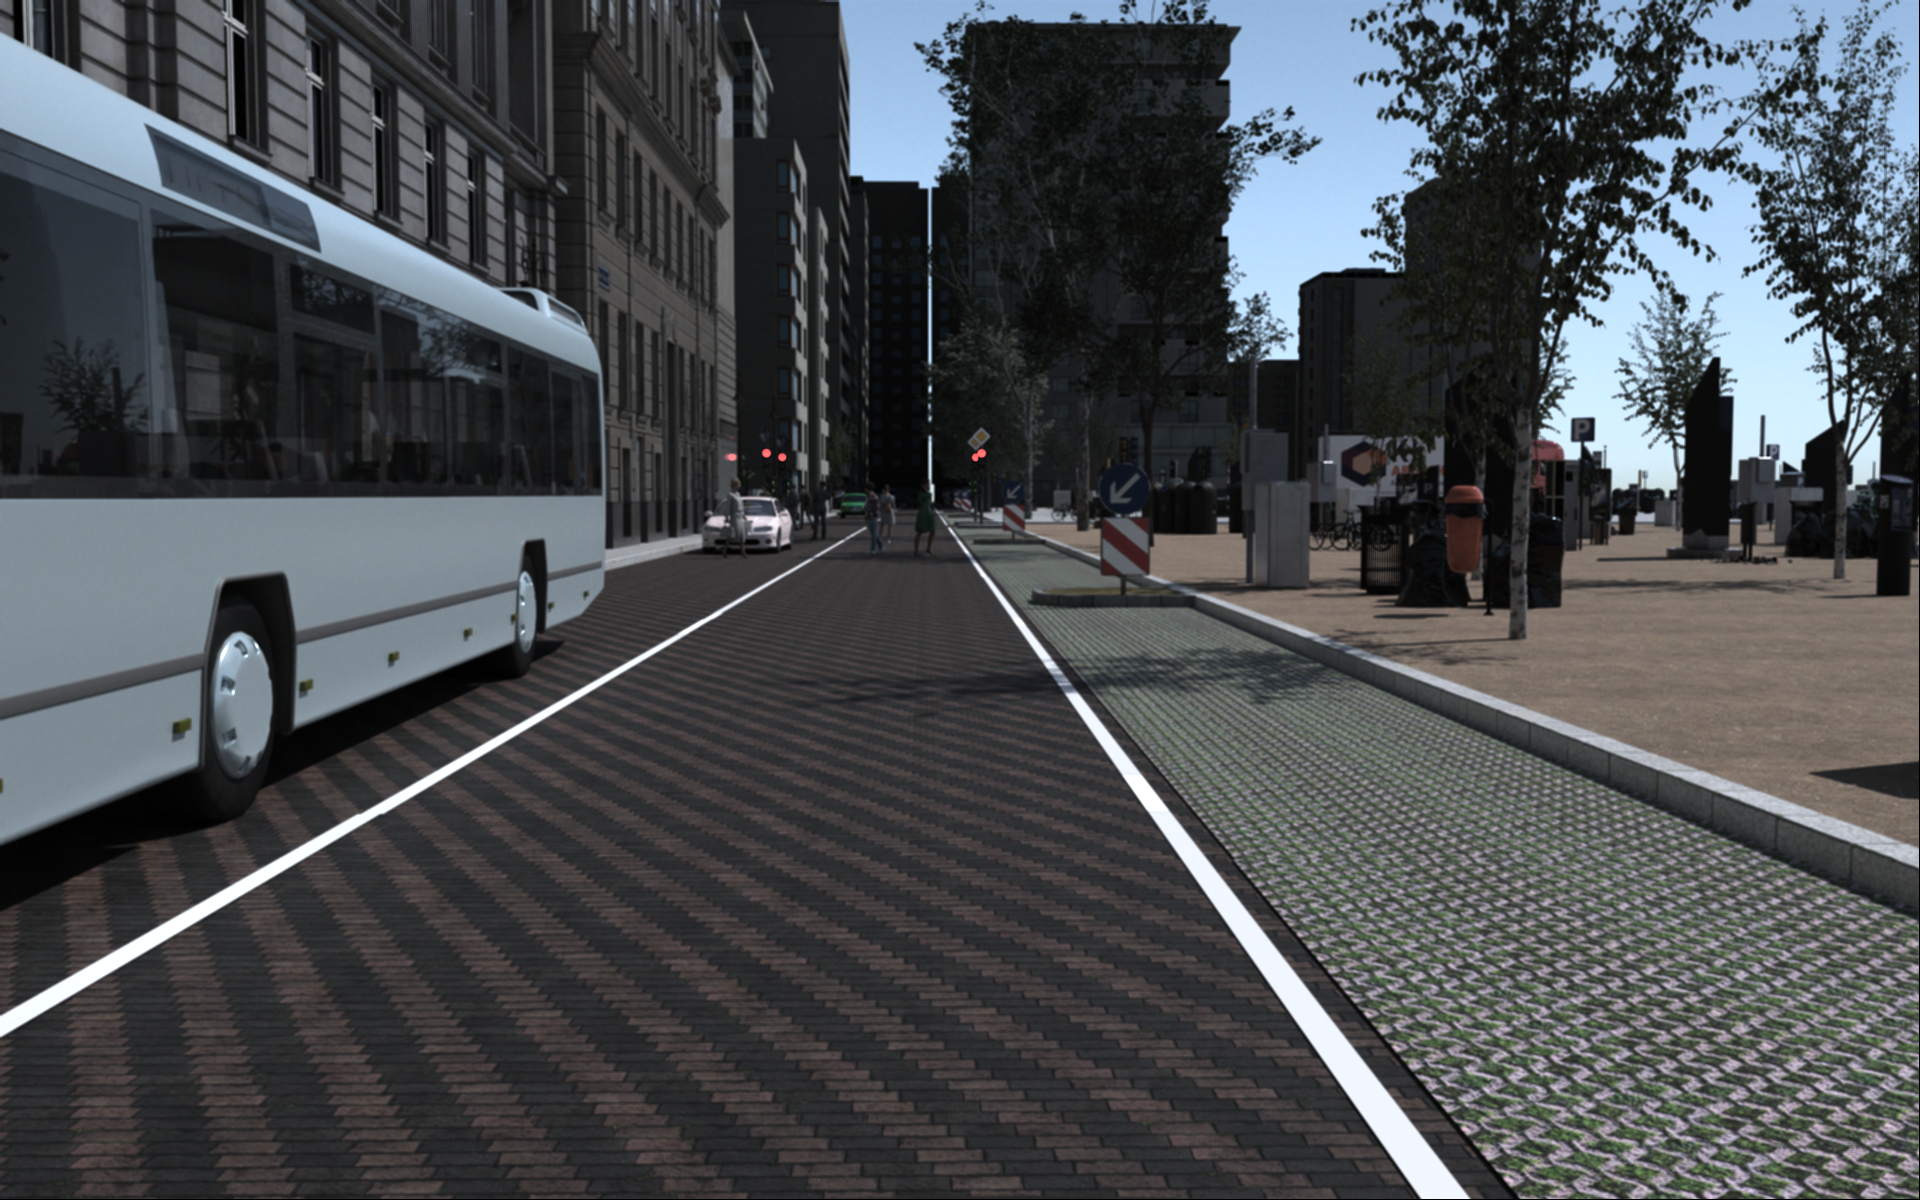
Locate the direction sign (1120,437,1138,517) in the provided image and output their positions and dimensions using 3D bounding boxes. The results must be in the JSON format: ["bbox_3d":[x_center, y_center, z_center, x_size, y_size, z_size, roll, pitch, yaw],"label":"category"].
[{"bbox_3d":[6.706,-4.703,68.894,0.876,3.537,0.379,-2,4,-31],"label":"direction sign"}]

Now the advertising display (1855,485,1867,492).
[{"bbox_3d":[63.455,-7.132,121.819,0.974,1.923,0.123,0,4,-2],"label":"advertising display"}]

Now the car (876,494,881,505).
[{"bbox_3d":[-7.694,-9.365,161.919,1.959,1.807,4.718,0,4,-1],"label":"car"}]

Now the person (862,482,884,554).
[{"bbox_3d":[-2.083,-1.977,41.655,0.643,1.720,0.563,-1,4,-18],"label":"person"}]

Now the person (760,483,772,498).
[{"bbox_3d":[-6.512,-2.956,57.169,0.599,1.781,0.374,1,4,22],"label":"person"}]

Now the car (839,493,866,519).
[{"bbox_3d":[-6.211,-5.757,102.921,1.959,1.807,4.718,0,4,-3],"label":"car"}]

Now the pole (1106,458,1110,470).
[{"bbox_3d":[8.407,-6.389,98.302,0.158,3.312,0.155,0,3,0],"label":"pole"}]

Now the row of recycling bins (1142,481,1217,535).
[{"bbox_3d":[7.133,-3.011,56.347,1.069,1.692,3.534,-2,4,-29],"label":"row of recycling bins"}]

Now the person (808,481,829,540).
[{"bbox_3d":[-4.431,-2.808,54.222,0.655,1.846,0.447,-2,4,-32],"label":"person"}]

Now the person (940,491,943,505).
[{"bbox_3d":[-2.154,-12.906,219.647,1.348,1.807,0.705,-3,5,-44],"label":"person"}]

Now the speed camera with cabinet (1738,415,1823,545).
[{"bbox_3d":[20.762,-3.026,43.806,2.038,3.252,0.660,-1,4,-11],"label":"speed camera with cabinet"}]

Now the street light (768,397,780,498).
[{"bbox_3d":[-8.645,-6.597,80.646,0.468,5.910,1.993,0,4,-1],"label":"street light"}]

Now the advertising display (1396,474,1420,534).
[{"bbox_3d":[14.353,-3.048,55.046,0.974,1.923,0.123,0,4,5],"label":"advertising display"}]

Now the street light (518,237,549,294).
[{"bbox_3d":[-7.676,-3.583,31.364,0.468,5.910,1.993,0,4,-1],"label":"street light"}]

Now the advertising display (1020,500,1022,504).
[{"bbox_3d":[4.970,-8.338,141.542,0.123,1.923,0.974,0,4,-3],"label":"advertising display"}]

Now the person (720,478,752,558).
[{"bbox_3d":[-5.054,-1.839,38.915,0.624,1.780,0.694,3,4,38],"label":"person"}]

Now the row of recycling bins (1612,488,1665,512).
[{"bbox_3d":[48.354,-7.121,123.547,3.534,1.692,1.069,1,4,11],"label":"row of recycling bins"}]

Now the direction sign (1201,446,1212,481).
[{"bbox_3d":[11.725,-5.531,82.432,0.379,3.537,0.876,-1,4,-22],"label":"direction sign"}]

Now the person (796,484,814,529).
[{"bbox_3d":[-6.354,-3.804,70.656,0.622,1.834,0.822,-3,4,-38],"label":"person"}]

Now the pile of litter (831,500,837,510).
[{"bbox_3d":[-10.685,-7.952,143.984,1.176,0.858,1.719,2,4,32],"label":"pile of litter"}]

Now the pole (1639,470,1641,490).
[{"bbox_3d":[57.748,-9.377,147.156,0.158,3.312,0.155,0,3,0],"label":"pole"}]

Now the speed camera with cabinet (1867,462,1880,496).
[{"bbox_3d":[54.935,-6.797,105.471,2.038,3.252,0.660,1,4,13],"label":"speed camera with cabinet"}]

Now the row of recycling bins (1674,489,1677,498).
[{"bbox_3d":[64.624,-8.918,152.927,3.534,1.692,1.069,1,4,13],"label":"row of recycling bins"}]

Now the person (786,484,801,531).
[{"bbox_3d":[-6.508,-3.614,67.684,0.679,1.850,0.850,3,5,43],"label":"person"}]

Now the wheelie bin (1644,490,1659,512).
[{"bbox_3d":[48.386,-6.926,121.148,0.980,1.594,0.693,1,4,20],"label":"wheelie bin"}]

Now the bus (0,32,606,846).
[{"bbox_3d":[-4.489,-0.945,10.318,2.948,3.499,13.247,0,4,-2],"label":"bus"}]

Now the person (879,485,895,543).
[{"bbox_3d":[-2.140,-2.518,50.680,0.512,1.701,0.522,-1,4,-14],"label":"person"}]

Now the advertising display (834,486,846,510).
[{"bbox_3d":[-9.859,-8.362,141.940,0.974,1.923,0.123,0,4,3],"label":"advertising display"}]

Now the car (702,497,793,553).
[{"bbox_3d":[-5.266,-1.893,43.307,2.083,1.381,4.827,0,4,1],"label":"car"}]

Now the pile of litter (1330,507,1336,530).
[{"bbox_3d":[13.143,-2.838,60.367,1.719,0.858,1.176,2,4,28],"label":"pile of litter"}]

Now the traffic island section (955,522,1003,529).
[{"bbox_3d":[0.919,-3.080,72.637,2.009,0.180,2.903,0,4,-1],"label":"traffic island section"}]

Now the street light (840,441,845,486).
[{"bbox_3d":[-10.035,-10.763,148.762,0.468,5.910,1.993,0,4,-1],"label":"street light"}]

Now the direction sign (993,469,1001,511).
[{"bbox_3d":[2.810,-8.545,131.711,0.876,3.537,0.379,-3,5,-42],"label":"direction sign"}]

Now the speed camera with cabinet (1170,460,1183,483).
[{"bbox_3d":[13.433,-6.579,101.906,2.038,3.252,0.660,1,4,17],"label":"speed camera with cabinet"}]

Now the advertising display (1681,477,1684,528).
[{"bbox_3d":[27.631,-3.671,65.231,0.974,1.923,0.123,1,4,21],"label":"advertising display"}]

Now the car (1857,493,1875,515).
[{"bbox_3d":[40.162,-4.280,78.767,4.718,1.807,1.959,0,4,-2],"label":"car"}]

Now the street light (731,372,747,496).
[{"bbox_3d":[-8.351,-5.684,65.721,0.468,5.910,1.993,0,4,-1],"label":"street light"}]

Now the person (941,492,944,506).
[{"bbox_3d":[-1.985,-11.372,195.364,0.436,1.711,0.756,0,4,6],"label":"person"}]

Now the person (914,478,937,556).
[{"bbox_3d":[-0.819,-1.929,40.290,0.529,1.795,0.600,1,4,15],"label":"person"}]

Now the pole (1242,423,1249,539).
[{"bbox_3d":[8.239,-3.428,49.892,0.158,3.312,0.155,0,3,0],"label":"pole"}]

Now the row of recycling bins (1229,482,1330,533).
[{"bbox_3d":[10.648,-3.079,57.448,3.534,1.692,1.069,-1,4,-16],"label":"row of recycling bins"}]

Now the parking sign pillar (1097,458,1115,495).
[{"bbox_3d":[10.701,-8.476,127.056,1.447,3.967,1.447,0,4,-7],"label":"parking sign pillar"}]

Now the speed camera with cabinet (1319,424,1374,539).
[{"bbox_3d":[10.888,-3.379,49.581,2.038,3.252,0.660,-2,4,-27],"label":"speed camera with cabinet"}]

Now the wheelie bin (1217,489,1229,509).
[{"bbox_3d":[14.755,-5.521,98.180,0.980,1.594,0.693,0,4,0],"label":"wheelie bin"}]

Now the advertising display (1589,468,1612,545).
[{"bbox_3d":[16.203,-2.363,43.853,0.123,1.923,0.974,0,4,-5],"label":"advertising display"}]

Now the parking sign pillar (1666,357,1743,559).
[{"bbox_3d":[15.013,-2.833,34.785,1.447,3.967,1.447,0,4,1],"label":"parking sign pillar"}]

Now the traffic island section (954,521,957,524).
[{"bbox_3d":[0.753,-3.568,80.620,2.009,0.180,2.903,0,4,-1],"label":"traffic island section"}]

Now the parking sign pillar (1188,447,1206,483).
[{"bbox_3d":[13.497,-6.781,99.335,1.447,3.967,1.447,-1,4,-16],"label":"parking sign pillar"}]

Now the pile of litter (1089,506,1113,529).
[{"bbox_3d":[5.462,-3.095,64.563,1.719,0.858,1.176,1,4,22],"label":"pile of litter"}]

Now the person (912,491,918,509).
[{"bbox_3d":[-4.206,-9.446,163.765,0.721,1.723,1.217,2,4,33],"label":"person"}]

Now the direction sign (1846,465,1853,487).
[{"bbox_3d":[74.601,-9.399,145.670,0.876,3.537,0.379,-1,4,-23],"label":"direction sign"}]

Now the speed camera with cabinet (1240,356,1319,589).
[{"bbox_3d":[4.404,-1.828,24.217,0.660,3.252,2.038,0,4,-1],"label":"speed camera with cabinet"}]

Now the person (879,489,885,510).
[{"bbox_3d":[-5.202,-6.685,118.292,0.782,1.767,0.515,2,4,28],"label":"person"}]

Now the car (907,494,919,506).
[{"bbox_3d":[-5.545,-12.466,212.609,1.959,1.807,4.718,0,3,0],"label":"car"}]
